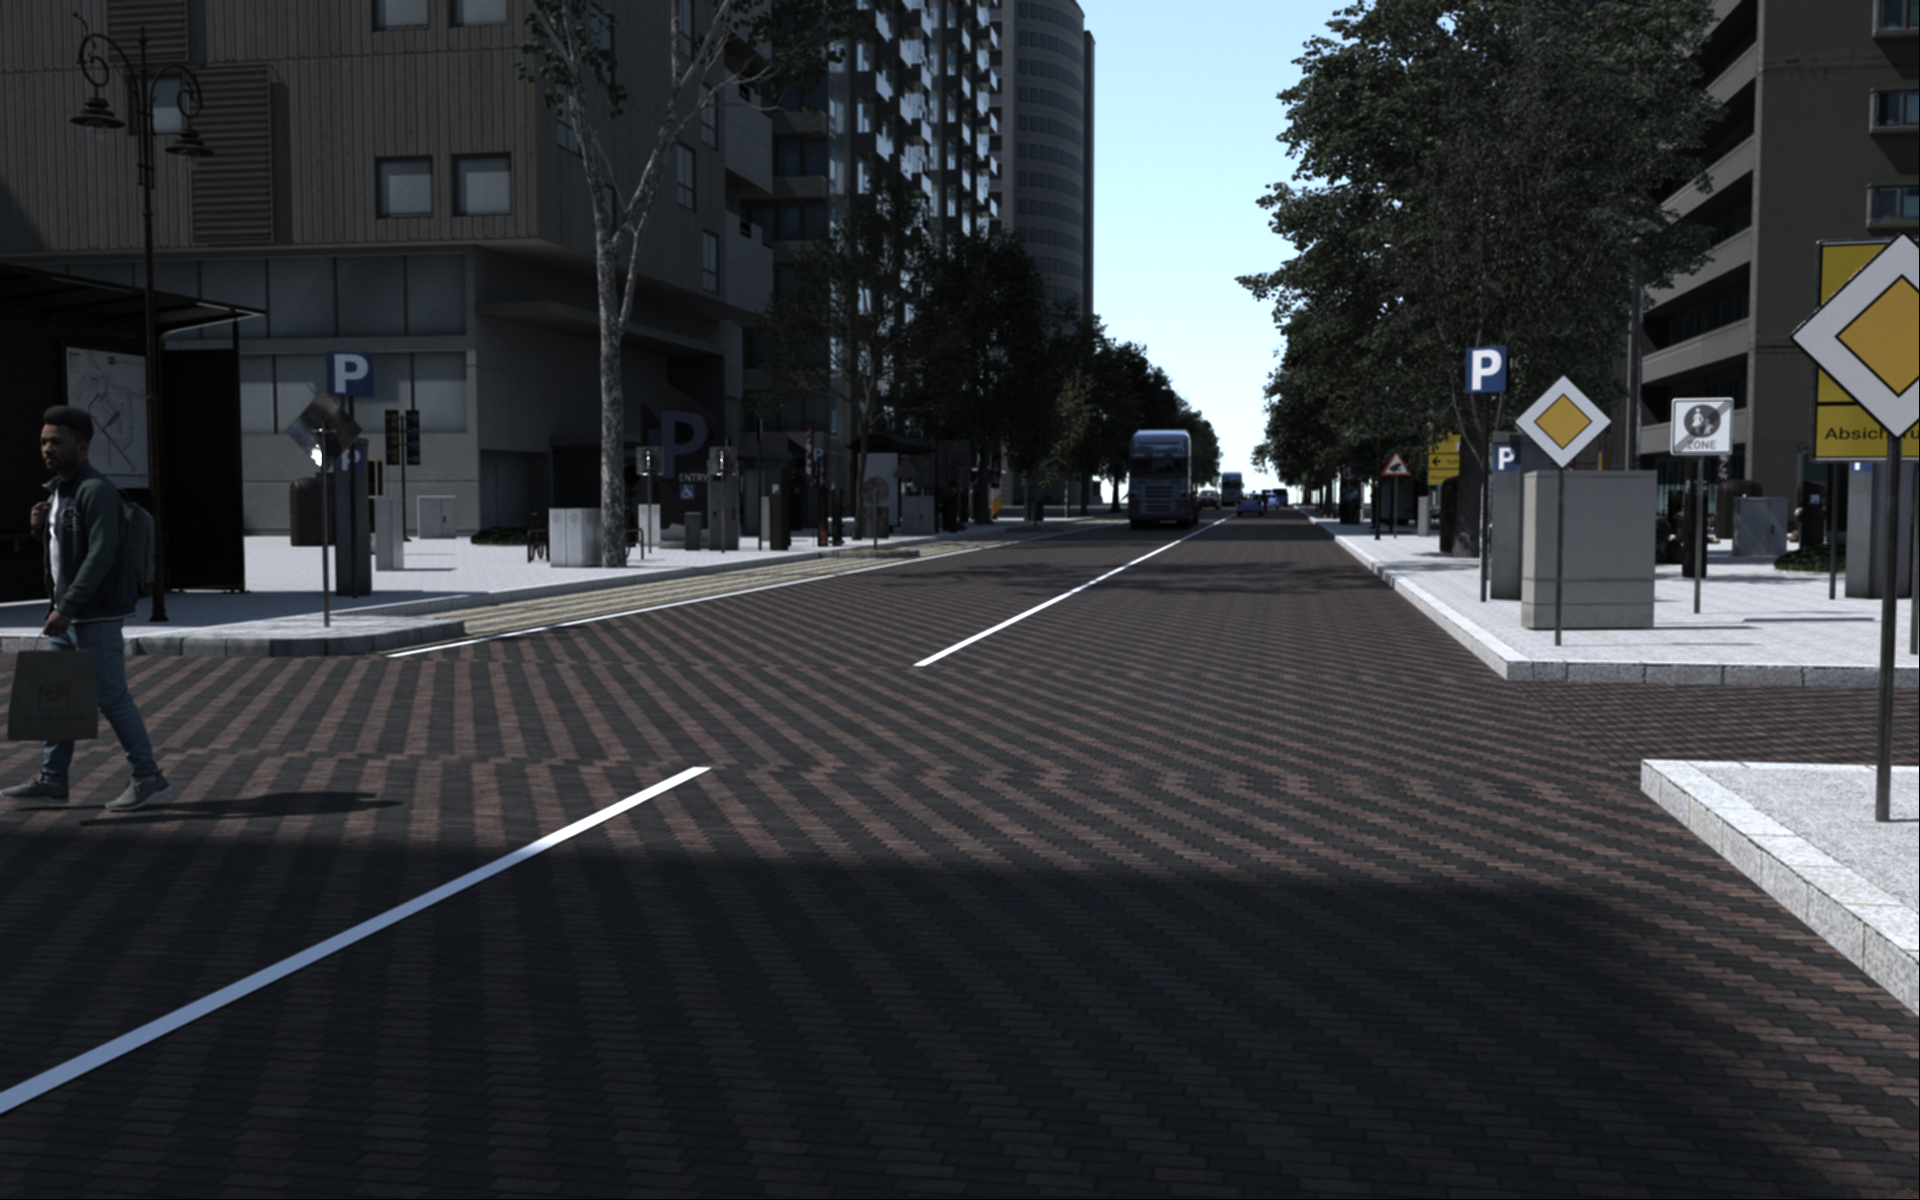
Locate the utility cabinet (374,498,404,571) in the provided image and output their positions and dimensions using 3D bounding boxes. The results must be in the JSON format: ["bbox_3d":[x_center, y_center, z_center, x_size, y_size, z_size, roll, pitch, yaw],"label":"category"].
[{"bbox_3d":[-9.643,-1.106,29.247,0.306,1.237,1.020,0,4,-8],"label":"utility cabinet"}]

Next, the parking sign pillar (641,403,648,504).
[{"bbox_3d":[-8.989,-3.877,51.866,1.447,3.967,1.447,2,4,26],"label":"parking sign pillar"}]

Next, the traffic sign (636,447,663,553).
[{"bbox_3d":[-6.699,-2.156,37.376,0.606,2.300,0.079,1,4,12],"label":"traffic sign"}]

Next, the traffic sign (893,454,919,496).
[{"bbox_3d":[-1.747,-3.415,55.838,0.884,2.594,0.081,1,4,13],"label":"traffic sign"}]

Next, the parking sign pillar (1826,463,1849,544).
[{"bbox_3d":[19.823,-3.032,38.041,1.447,3.967,1.447,-3,5,-43],"label":"parking sign pillar"}]

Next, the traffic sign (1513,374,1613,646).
[{"bbox_3d":[5.054,-0.669,14.580,0.795,2.450,0.064,1,4,10],"label":"traffic sign"}]

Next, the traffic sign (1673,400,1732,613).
[{"bbox_3d":[7.921,-1.004,18.547,0.606,2.300,0.079,1,4,17],"label":"traffic sign"}]

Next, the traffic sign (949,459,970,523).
[{"bbox_3d":[-0.028,-3.795,62.149,0.768,2.556,0.104,1,4,11],"label":"traffic sign"}]

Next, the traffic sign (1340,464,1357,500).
[{"bbox_3d":[16.692,-4.541,74.344,0.768,2.556,0.104,1,4,13],"label":"traffic sign"}]

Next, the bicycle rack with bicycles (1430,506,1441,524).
[{"bbox_3d":[21.393,-3.740,74.530,2.925,0.926,2.852,1,4,23],"label":"bicycle rack with bicycles"}]

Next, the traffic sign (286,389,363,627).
[{"bbox_3d":[-6.101,-0.795,16.640,0.795,2.450,0.064,1,4,10],"label":"traffic sign"}]

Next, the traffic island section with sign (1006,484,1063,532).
[{"bbox_3d":[2.872,-3.494,65.751,1.989,1.847,2.006,1,4,10],"label":"traffic island section with sign"}]

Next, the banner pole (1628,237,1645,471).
[{"bbox_3d":[6.709,-1.662,17.192,0.401,3.779,0.863,2,4,28],"label":"banner pole"}]

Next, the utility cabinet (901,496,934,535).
[{"bbox_3d":[-1.334,-2.652,54.518,1.020,1.237,0.306,1,4,22],"label":"utility cabinet"}]

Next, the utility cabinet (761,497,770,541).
[{"bbox_3d":[-5.238,-2.217,47.406,0.306,1.237,1.020,0,4,2],"label":"utility cabinet"}]

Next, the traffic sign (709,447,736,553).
[{"bbox_3d":[-5.143,-2.167,37.567,0.606,2.300,0.079,1,4,11],"label":"traffic sign"}]

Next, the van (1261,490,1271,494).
[{"bbox_3d":[42.025,-14.182,236.267,2.240,2.365,5.245,1,4,12],"label":"van"}]

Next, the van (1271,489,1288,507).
[{"bbox_3d":[36.183,-11.754,196.555,2.240,2.365,5.245,1,4,8],"label":"van"}]

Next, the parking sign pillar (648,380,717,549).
[{"bbox_3d":[-6.415,-3.206,40.897,1.447,3.967,1.447,0,4,3],"label":"parking sign pillar"}]

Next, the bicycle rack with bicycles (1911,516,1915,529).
[{"bbox_3d":[29.040,-2.379,52.271,2.852,0.926,2.925,-2,4,-24],"label":"bicycle rack with bicycles"}]

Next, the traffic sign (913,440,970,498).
[{"bbox_3d":[-0.719,-4.373,65.376,2.265,3.308,0.079,1,4,18],"label":"traffic sign"}]

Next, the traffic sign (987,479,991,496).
[{"bbox_3d":[1.377,-5.368,87.865,0.768,2.556,0.104,1,4,13],"label":"traffic sign"}]

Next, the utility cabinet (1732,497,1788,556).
[{"bbox_3d":[16.559,-1.509,35.842,1.020,1.237,0.306,0,4,-1],"label":"utility cabinet"}]

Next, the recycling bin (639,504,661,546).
[{"bbox_3d":[-7.450,-1.851,42.817,0.722,1.027,0.722,2,4,26],"label":"recycling bin"}]

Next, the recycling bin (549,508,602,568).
[{"bbox_3d":[-6.748,-1.100,30.534,0.722,1.027,0.722,1,4,19],"label":"recycling bin"}]

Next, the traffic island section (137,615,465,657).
[{"bbox_3d":[-6.126,0.341,16.706,2.009,0.180,2.903,1,4,10],"label":"traffic island section"}]

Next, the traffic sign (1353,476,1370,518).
[{"bbox_3d":[17.282,-4.588,75.016,0.884,2.594,0.081,1,4,17],"label":"traffic sign"}]

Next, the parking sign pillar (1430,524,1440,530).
[{"bbox_3d":[17.693,-4.531,62.552,1.447,3.967,1.447,1,4,10],"label":"parking sign pillar"}]

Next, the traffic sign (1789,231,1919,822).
[{"bbox_3d":[3.613,-0.189,6.725,0.795,2.450,0.064,1,4,10],"label":"traffic sign"}]

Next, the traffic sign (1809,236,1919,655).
[{"bbox_3d":[7.939,-1.210,13.651,2.265,3.308,0.079,1,4,18],"label":"traffic sign"}]

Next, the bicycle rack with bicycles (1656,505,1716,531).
[{"bbox_3d":[24.410,-2.788,58.959,2.852,0.926,2.925,-2,4,-28],"label":"bicycle rack with bicycles"}]

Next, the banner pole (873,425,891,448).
[{"bbox_3d":[-2.862,-4.433,62.493,0.863,3.779,0.401,-1,4,-19],"label":"banner pole"}]

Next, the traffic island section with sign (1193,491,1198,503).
[{"bbox_3d":[26.592,-11.404,195.082,1.989,1.847,2.006,1,4,10],"label":"traffic island section with sign"}]

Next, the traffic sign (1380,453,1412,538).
[{"bbox_3d":[12.625,-3.068,50.166,0.884,2.594,0.081,1,4,20],"label":"traffic sign"}]

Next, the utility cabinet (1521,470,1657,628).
[{"bbox_3d":[5.959,-0.474,16.432,1.173,1.500,0.318,0,4,-5],"label":"utility cabinet"}]

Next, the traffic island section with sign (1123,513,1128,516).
[{"bbox_3d":[11.851,-6.485,114.652,1.989,1.847,2.006,1,4,10],"label":"traffic island section with sign"}]

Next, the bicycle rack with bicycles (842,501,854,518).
[{"bbox_3d":[-5.168,-4.752,91.070,2.925,0.926,2.852,-3,5,-42],"label":"bicycle rack with bicycles"}]

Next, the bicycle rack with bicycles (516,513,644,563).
[{"bbox_3d":[-7.277,-1.200,32.999,2.852,0.926,2.925,0,4,2],"label":"bicycle rack with bicycles"}]

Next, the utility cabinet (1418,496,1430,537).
[{"bbox_3d":[14.050,-2.526,52.462,0.306,1.237,1.020,1,4,19],"label":"utility cabinet"}]

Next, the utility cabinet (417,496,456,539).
[{"bbox_3d":[-15.014,-2.358,49.714,1.020,1.237,0.306,-2,4,-24],"label":"utility cabinet"}]

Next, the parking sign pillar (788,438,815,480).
[{"bbox_3d":[-7.513,-5.730,82.159,1.447,3.967,1.447,0,4,-5],"label":"parking sign pillar"}]

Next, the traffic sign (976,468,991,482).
[{"bbox_3d":[1.091,-4.911,80.407,0.768,2.556,0.104,1,4,16],"label":"traffic sign"}]

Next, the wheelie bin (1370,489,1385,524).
[{"bbox_3d":[18.328,-4.135,75.521,0.980,1.594,0.693,3,4,38],"label":"wheelie bin"}]

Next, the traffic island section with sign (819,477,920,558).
[{"bbox_3d":[-1.980,-1.872,39.235,1.989,1.847,2.006,1,4,10],"label":"traffic island section with sign"}]

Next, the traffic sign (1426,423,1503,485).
[{"bbox_3d":[14.608,-3.426,49.890,2.265,3.308,0.079,1,4,13],"label":"traffic sign"}]

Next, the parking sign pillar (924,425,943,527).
[{"bbox_3d":[-1.032,-4.809,67.100,1.447,3.967,1.447,1,4,16],"label":"parking sign pillar"}]
